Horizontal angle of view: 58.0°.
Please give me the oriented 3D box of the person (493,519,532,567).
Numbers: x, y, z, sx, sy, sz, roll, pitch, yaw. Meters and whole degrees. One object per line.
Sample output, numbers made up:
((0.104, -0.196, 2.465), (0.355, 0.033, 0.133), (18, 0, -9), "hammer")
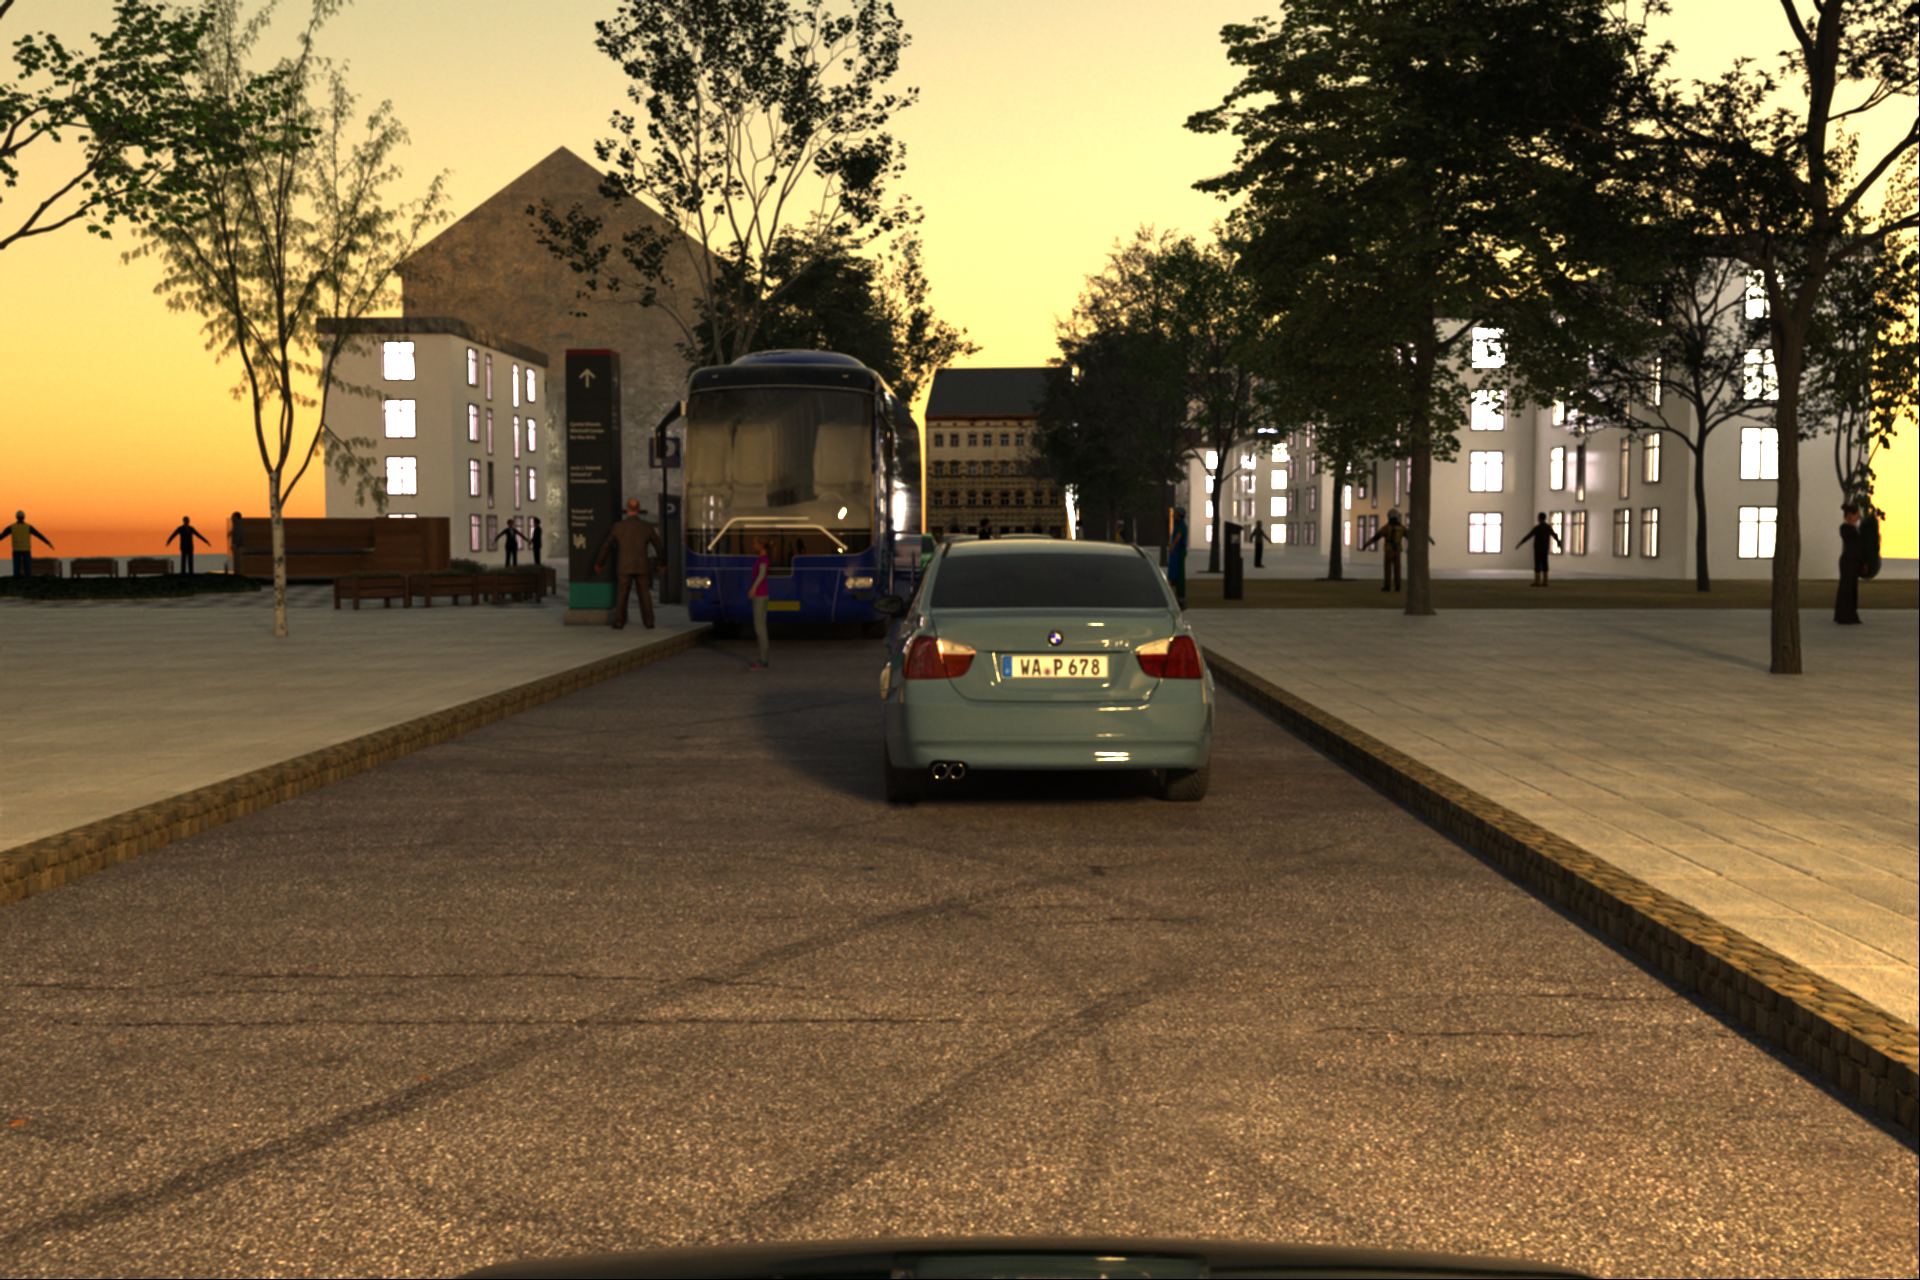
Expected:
((-13.853, -2.864, 53.547), (1.216, 1.740, 0.721), (-2, 4, -30), "person")

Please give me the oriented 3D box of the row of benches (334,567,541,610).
((-9.338, -0.948, 30.959), (1.422, 0.672, 4.104), (3, 4, 37), "row of benches")

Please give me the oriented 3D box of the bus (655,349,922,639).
((-2.106, -2.162, 26.889), (2.896, 3.916, 12.251), (0, 4, 1), "bus")

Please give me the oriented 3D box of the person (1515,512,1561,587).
((14.232, -2.221, 42.459), (1.346, 1.812, 0.704), (-1, 4, -21), "person")

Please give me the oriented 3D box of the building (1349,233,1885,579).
((21.438, -7.366, 62.584), (9.099, 9.664, 28.070), (0, 4, 1), "building")

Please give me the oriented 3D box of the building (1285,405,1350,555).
((26.748, -10.070, 106.794), (9.099, 9.664, 28.070), (0, 4, 1), "building")

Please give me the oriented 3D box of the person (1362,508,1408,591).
((9.727, -2.031, 38.972), (1.354, 1.858, 0.705), (-1, 4, -9), "person")

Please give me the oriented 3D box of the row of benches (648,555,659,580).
((-8.275, -2.037, 48.764), (1.422, 0.672, 4.104), (-1, 4, -21), "row of benches")

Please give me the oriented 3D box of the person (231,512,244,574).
((-16.771, -2.072, 40.147), (0.705, 1.796, 1.348), (-1, 4, -22), "person")

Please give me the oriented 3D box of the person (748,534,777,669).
((-2.183, -0.411, 18.443), (0.599, 1.433, 0.991), (0, 4, -5), "person")

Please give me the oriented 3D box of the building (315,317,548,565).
((-23.802, -8.509, 81.275), (9.099, 9.664, 28.070), (0, 4, 1), "building")

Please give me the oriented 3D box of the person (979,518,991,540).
((0.640, -2.012, 41.533), (0.705, 1.806, 1.347), (0, 4, 7), "person")

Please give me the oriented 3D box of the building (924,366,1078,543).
((5.798, -24.072, 226.965), (18.063, 23.208, 19.493), (0, 4, 8), "building")

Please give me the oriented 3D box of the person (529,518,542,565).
((-13.933, -3.102, 56.908), (0.705, 1.806, 1.347), (0, 4, -3), "person")

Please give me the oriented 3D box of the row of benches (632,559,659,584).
((-7.750, -1.759, 44.218), (4.104, 0.672, 1.422), (-2, 4, -32), "row of benches")

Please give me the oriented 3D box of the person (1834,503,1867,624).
((12.664, -1.082, 24.530), (0.445, 1.727, 0.742), (1, 4, 16), "person")

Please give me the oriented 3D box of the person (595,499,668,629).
((-4.457, -1.033, 23.492), (0.990, 1.755, 0.434), (-1, 4, -15), "person")

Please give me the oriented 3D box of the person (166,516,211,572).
((-22.888, -2.758, 51.310), (0.704, 1.802, 1.346), (3, 4, 39), "person")

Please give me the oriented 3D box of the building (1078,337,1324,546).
((27.231, -21.521, 195.845), (27.936, 21.610, 32.646), (0, 4, 1), "building")

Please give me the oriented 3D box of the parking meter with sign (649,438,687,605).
((-5.314, -2.198, 32.205), (0.543, 3.016, 1.738), (0, 4, 2), "parking meter with sign")

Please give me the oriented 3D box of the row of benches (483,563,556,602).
((-8.803, -1.186, 34.862), (1.422, 0.672, 4.104), (0, 4, -2), "row of benches")

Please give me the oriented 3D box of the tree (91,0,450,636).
((-8.663, -4.370, 21.818), (4.360, 8.622, 3.978), (0, 3, 0), "tree")

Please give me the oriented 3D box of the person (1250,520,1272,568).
((11.494, -3.690, 66.456), (0.705, 1.813, 1.348), (-2, 4, -25), "person")

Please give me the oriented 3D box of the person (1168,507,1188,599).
((4.268, -1.703, 33.963), (0.704, 1.817, 1.347), (1, 4, 13), "person")

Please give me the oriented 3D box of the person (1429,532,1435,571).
((16.057, -3.308, 59.862), (0.705, 1.856, 1.354), (0, 4, -6), "person")

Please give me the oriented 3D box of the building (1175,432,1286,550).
((25.286, -13.126, 156.755), (9.099, 9.664, 28.070), (0, 4, 1), "building")

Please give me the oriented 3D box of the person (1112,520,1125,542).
((5.600, -3.376, 61.668), (0.721, 1.772, 1.216), (-1, 4, -13), "person")

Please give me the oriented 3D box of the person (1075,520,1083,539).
((4.511, -3.668, 66.164), (0.705, 1.806, 1.347), (0, 4, 4), "person")

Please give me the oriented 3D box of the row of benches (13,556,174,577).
((-23.876, -1.966, 47.602), (4.104, 0.672, 1.422), (-1, 4, -11), "row of benches")

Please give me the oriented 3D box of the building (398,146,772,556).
((-22.436, -16.924, 107.635), (19.493, 23.208, 18.063), (0, 4, 0), "building")

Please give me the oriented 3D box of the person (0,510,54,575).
((-22.012, -2.120, 40.627), (1.349, 1.833, 0.705), (-2, 4, -25), "person")
